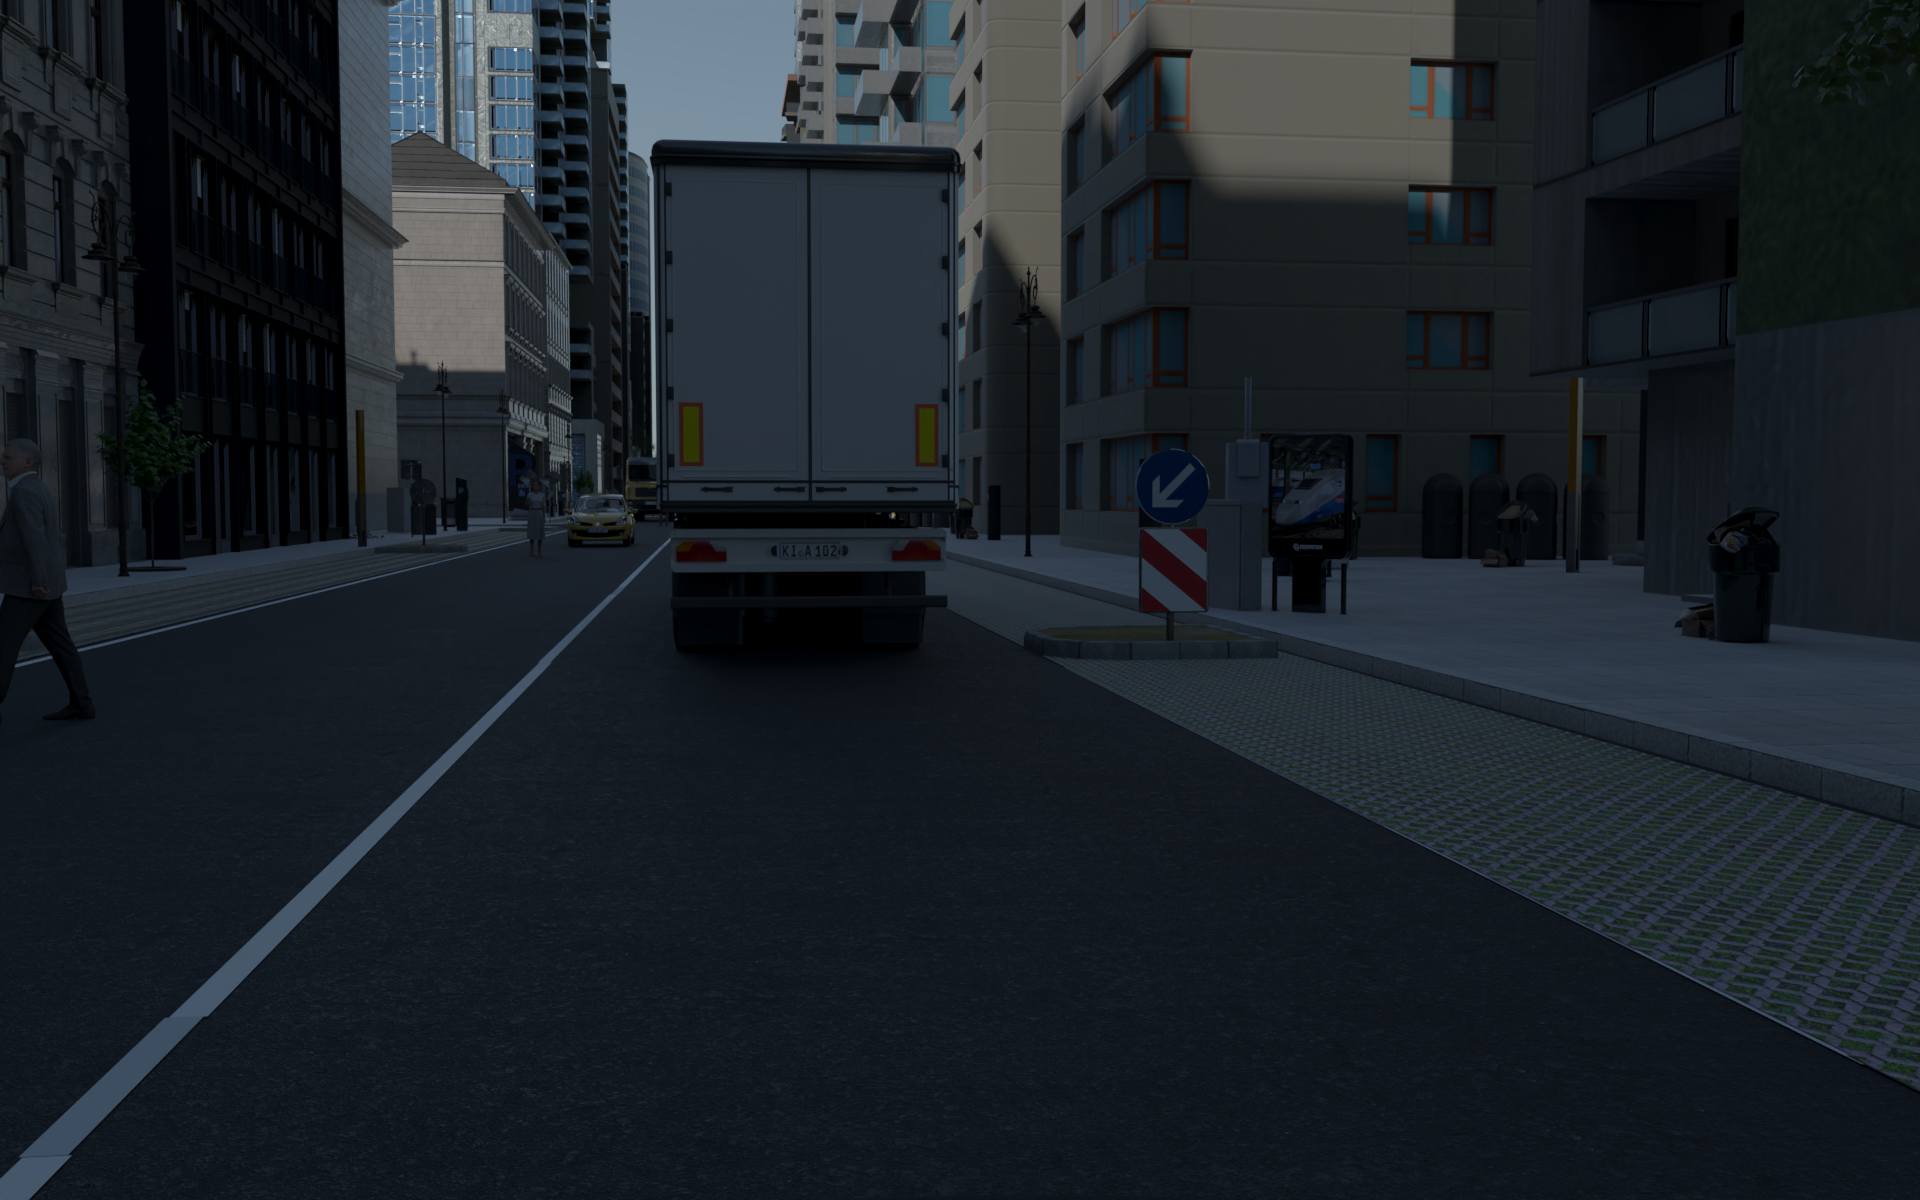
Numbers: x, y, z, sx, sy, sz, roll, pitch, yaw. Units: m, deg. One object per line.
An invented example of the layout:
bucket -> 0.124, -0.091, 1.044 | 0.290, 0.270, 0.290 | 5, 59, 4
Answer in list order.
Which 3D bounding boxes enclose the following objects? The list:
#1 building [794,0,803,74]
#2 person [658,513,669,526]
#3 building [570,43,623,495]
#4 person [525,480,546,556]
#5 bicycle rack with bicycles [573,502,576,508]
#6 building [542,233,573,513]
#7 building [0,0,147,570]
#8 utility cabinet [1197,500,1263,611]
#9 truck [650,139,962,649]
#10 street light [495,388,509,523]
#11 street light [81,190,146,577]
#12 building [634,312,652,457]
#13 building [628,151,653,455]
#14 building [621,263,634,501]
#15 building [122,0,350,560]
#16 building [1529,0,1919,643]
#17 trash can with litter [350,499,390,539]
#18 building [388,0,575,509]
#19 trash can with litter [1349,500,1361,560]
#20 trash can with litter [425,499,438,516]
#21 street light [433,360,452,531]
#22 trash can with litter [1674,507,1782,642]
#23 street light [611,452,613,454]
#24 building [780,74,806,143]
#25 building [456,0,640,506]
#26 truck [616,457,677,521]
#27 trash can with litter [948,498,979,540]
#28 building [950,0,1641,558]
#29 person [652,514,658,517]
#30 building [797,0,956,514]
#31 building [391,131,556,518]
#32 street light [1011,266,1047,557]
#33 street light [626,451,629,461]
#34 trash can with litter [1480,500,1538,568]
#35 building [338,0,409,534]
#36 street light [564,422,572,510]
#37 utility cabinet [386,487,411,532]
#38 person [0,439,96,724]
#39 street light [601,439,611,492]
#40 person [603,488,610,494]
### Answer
building -> -11.092, -54.894, 210.181 | 22.319, 86.520, 31.000 | 0, 4, -8
person -> -13.178, -4.182, 77.053 | 0.661, 1.801, 0.590 | -2, 4, -27
building -> -48.261, -34.530, 188.259 | 21.300, 48.544, 21.600 | 0, 4, -8
person -> -9.874, -1.911, 40.313 | 0.480, 1.755, 0.524 | -1, 4, -23
bicycle rack with bicycles -> -31.589, -7.784, 140.652 | 2.852, 0.926, 2.925 | 1, 4, 14
building -> -33.197, -16.769, 123.316 | 9.793, 20.994, 18.267 | 0, 4, -8
building -> -19.015, -10.642, 23.150 | 9.793, 20.994, 18.267 | 0, 4, -8
utility cabinet -> 3.026, -0.508, 19.470 | 0.306, 1.237, 1.020 | -1, 4, -20
truck -> -1.971, -1.866, 19.422 | 2.839, 4.237, 11.283 | 0, 4, -8
street light -> -19.971, -6.295, 75.719 | 0.468, 5.910, 1.993 | 0, 4, -8
street light -> -13.010, -3.302, 26.770 | 0.468, 5.910, 1.993 | 0, 4, -8
building -> -55.266, -30.424, 269.138 | 14.160, 30.474, 14.107 | 0, 4, -8
building -> -62.733, -45.724, 289.577 | 21.231, 58.520, 28.212 | 0, 4, -8
building -> -47.011, -26.635, 207.185 | 14.160, 30.474, 14.107 | 0, 4, -8
building -> -22.386, -12.864, 39.998 | 12.332, 23.373, 15.834 | 0, 4, -8
building -> 14.593, -20.524, 19.165 | 14.154, 41.232, 14.086 | 0, 4, -8
trash can with litter -> -17.322, -2.417, 50.568 | 1.678, 1.210, 2.233 | 0, 4, -6
building -> -44.529, -51.875, 160.827 | 22.319, 86.520, 31.000 | 0, 4, -8
trash can with litter -> 7.290, -1.374, 33.845 | 1.055, 1.170, 0.624 | 2, 4, 33
trash can with litter -> -22.991, -3.855, 74.413 | 1.055, 1.170, 0.624 | -1, 4, -18
street light -> -17.882, -5.335, 60.007 | 0.468, 5.910, 1.993 | 0, 4, -8
trash can with litter -> 6.706, -0.237, 15.269 | 0.624, 1.170, 1.055 | -1, 4, -13
street light -> -30.458, -10.878, 150.646 | 0.468, 5.910, 1.993 | 0, 4, -8
building -> -7.347, -32.201, 181.111 | 22.147, 44.769, 28.867 | 0, 4, -8
building -> -56.659, -56.992, 244.498 | 22.319, 86.520, 31.000 | 0, 4, -8
truck -> -16.530, -5.951, 93.219 | 3.469, 3.379, 9.791 | 0, 4, -8
trash can with litter -> 0.245, -2.315, 49.236 | 0.624, 1.170, 1.055 | -2, 4, -26
building -> 15.332, -12.539, 50.057 | 27.650, 21.520, 28.899 | 0, 4, -8
person -> -19.093, -5.765, 107.780 | 0.505, 1.210, 0.382 | -2, 4, -30
building -> -1.256, -31.620, 136.602 | 23.786, 49.044, 30.456 | 0, 4, -8
building -> -29.029, -14.861, 93.890 | 10.553, 20.767, 40.483 | 0, 4, -8
street light -> 1.396, -3.827, 35.359 | 0.468, 5.910, 1.993 | 0, 4, -8
street light -> -35.169, -12.905, 183.791 | 0.468, 5.910, 1.993 | 0, 4, -8
trash can with litter -> 9.655, -1.169, 30.500 | 1.055, 1.170, 0.624 | -3, 5, -44
building -> -31.172, -16.472, 56.702 | 23.554, 28.519, 14.401 | 0, 4, -8
street light -> -24.569, -8.318, 108.792 | 0.468, 5.910, 1.993 | 0, 4, -8
utility cabinet -> -18.566, -2.979, 57.377 | 0.318, 1.500, 1.173 | -3, 5, -45
person -> -5.888, -0.117, 10.815 | 0.834, 1.777, 0.661 | -2, 4, -29
street light -> -29.274, -10.382, 142.531 | 0.468, 5.910, 1.993 | 0, 4, -8
person -> -23.159, -6.406, 113.148 | 0.836, 1.842, 0.656 | 3, 4, 38
